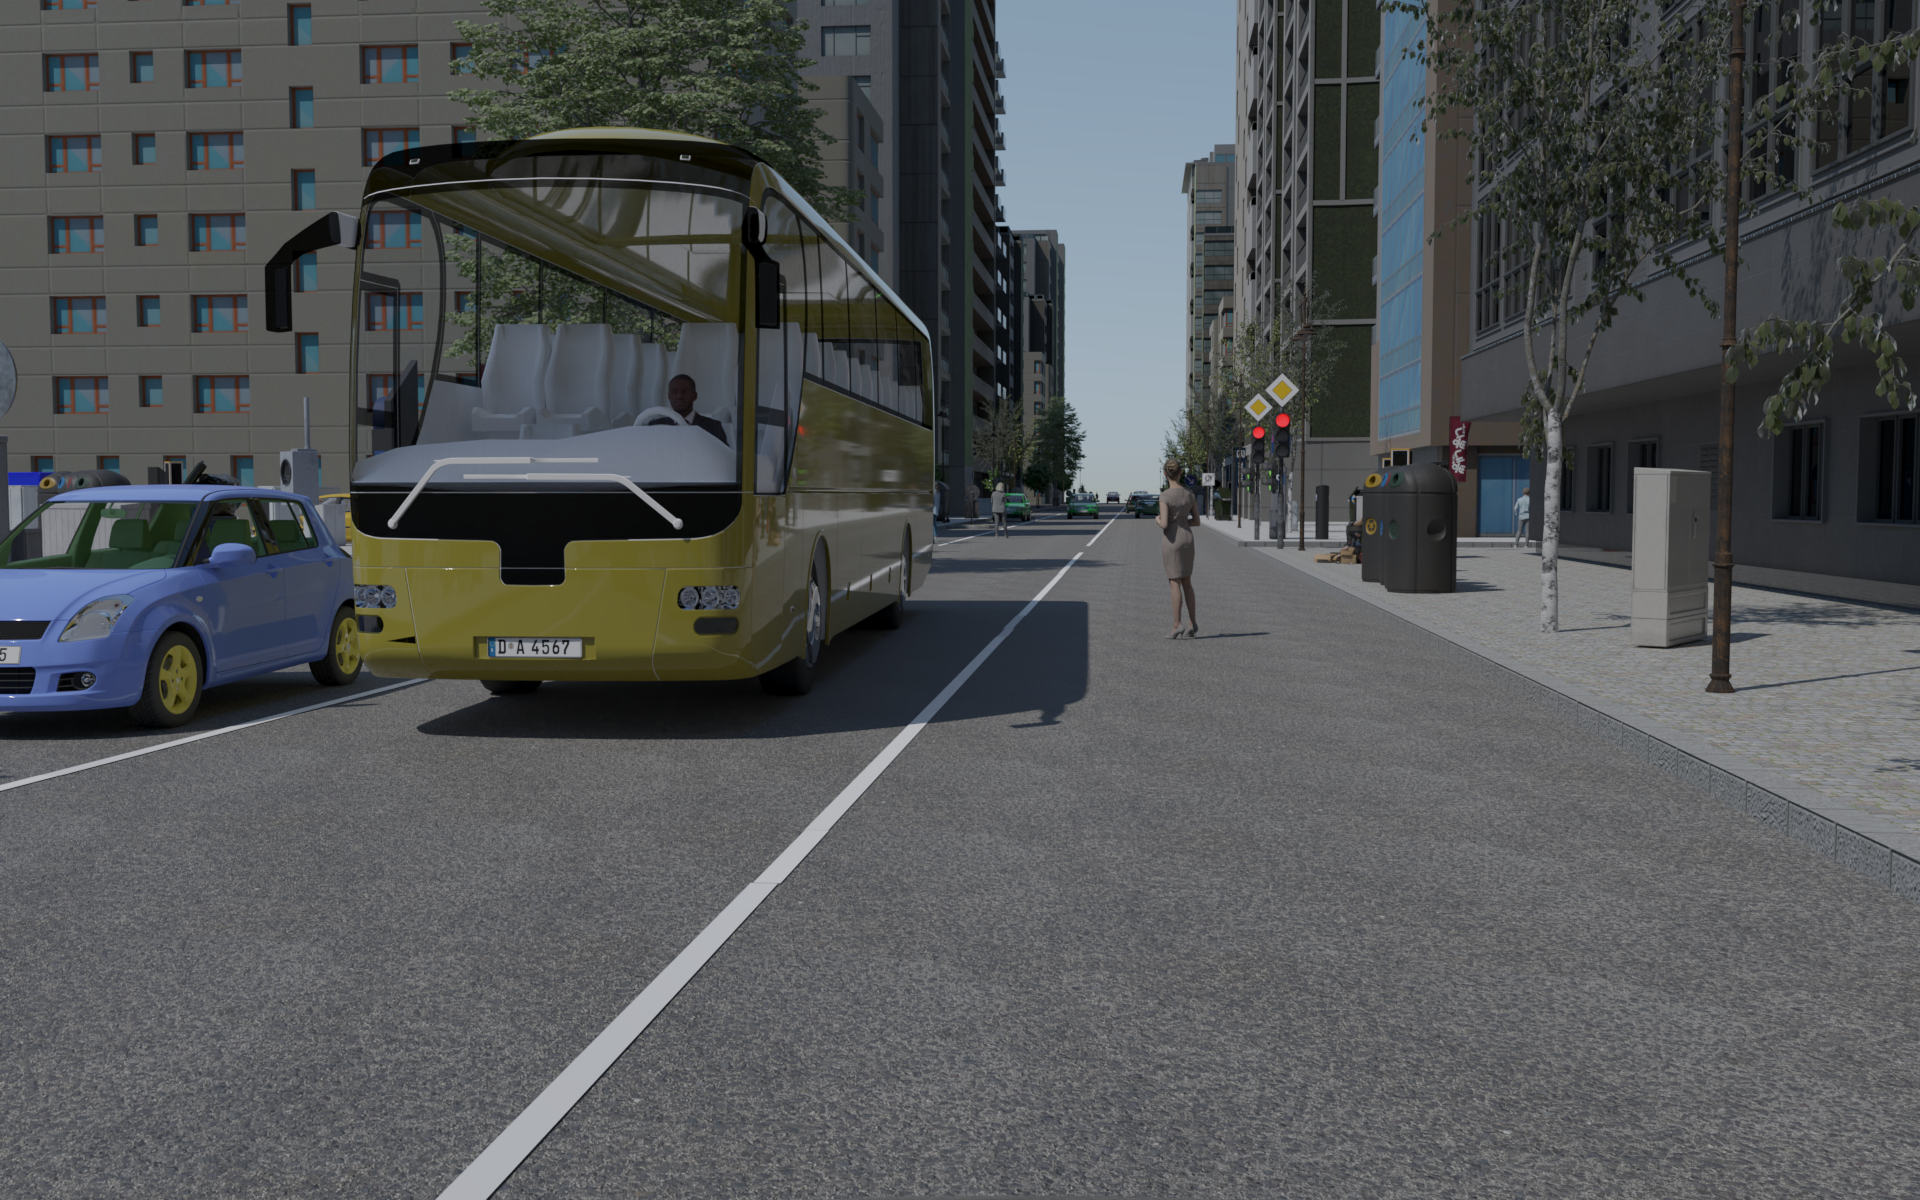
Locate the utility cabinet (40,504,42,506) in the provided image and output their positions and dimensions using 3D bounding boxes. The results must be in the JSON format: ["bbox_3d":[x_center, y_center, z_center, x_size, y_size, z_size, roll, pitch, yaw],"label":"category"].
[{"bbox_3d":[-7.301,-0.213,14.640,1.020,1.237,0.306,2,4,27],"label":"utility cabinet"}]

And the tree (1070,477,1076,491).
[{"bbox_3d":[13.162,-14.526,221.214,4.285,4.588,4.351,0,3,0],"label":"tree"}]

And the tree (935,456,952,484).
[{"bbox_3d":[-1.374,-5.653,87.023,1.663,3.219,1.824,0,3,0],"label":"tree"}]

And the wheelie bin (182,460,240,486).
[{"bbox_3d":[-7.218,-0.528,16.540,0.693,1.594,0.980,-1,4,-21],"label":"wheelie bin"}]

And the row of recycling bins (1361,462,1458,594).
[{"bbox_3d":[6.219,-1.029,23.932,1.069,1.692,3.534,0,4,7],"label":"row of recycling bins"}]

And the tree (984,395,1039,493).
[{"bbox_3d":[3.785,-10.952,129.432,4.737,8.622,4.395,0,3,0],"label":"tree"}]

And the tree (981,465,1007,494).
[{"bbox_3d":[2.480,-7.389,115.416,1.663,3.219,1.824,0,3,0],"label":"tree"}]

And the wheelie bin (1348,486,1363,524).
[{"bbox_3d":[15.807,-3.737,69.007,0.693,1.594,0.980,1,4,9],"label":"wheelie bin"}]

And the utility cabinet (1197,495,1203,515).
[{"bbox_3d":[14.780,-5.840,106.651,0.306,1.237,1.020,1,4,14],"label":"utility cabinet"}]

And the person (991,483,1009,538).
[{"bbox_3d":[1.283,-2.904,56.162,0.537,1.800,0.526,2,4,26],"label":"person"}]

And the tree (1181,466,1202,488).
[{"bbox_3d":[16.093,-7.680,120.168,1.663,3.219,1.824,0,3,0],"label":"tree"}]

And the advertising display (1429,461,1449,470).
[{"bbox_3d":[9.547,-1.804,34.710,0.123,1.923,0.974,0,4,-4],"label":"advertising display"}]

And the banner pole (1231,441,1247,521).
[{"bbox_3d":[13.082,-5.610,81.735,0.863,3.779,0.401,0,4,2],"label":"banner pole"}]

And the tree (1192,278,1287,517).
[{"bbox_3d":[10.715,-6.526,57.058,4.360,8.622,3.978,0,3,0],"label":"tree"}]

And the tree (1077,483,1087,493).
[{"bbox_3d":[19.891,-17.500,280.730,1.663,3.219,1.824,0,3,0],"label":"tree"}]

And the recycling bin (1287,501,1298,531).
[{"bbox_3d":[11.312,-2.902,60.000,0.722,1.027,0.722,0,4,4],"label":"recycling bin"}]

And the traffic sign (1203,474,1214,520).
[{"bbox_3d":[12.304,-5.118,85.810,0.606,2.300,0.079,1,4,12],"label":"traffic sign"}]

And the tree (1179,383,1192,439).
[{"bbox_3d":[14.633,-9.082,98.845,4.360,8.622,3.978,0,3,0],"label":"tree"}]

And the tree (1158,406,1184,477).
[{"bbox_3d":[17.783,-10.976,129.828,4.737,8.622,4.395,0,3,0],"label":"tree"}]

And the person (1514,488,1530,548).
[{"bbox_3d":[14.722,-2.127,45.084,0.589,1.601,0.330,3,4,38],"label":"person"}]

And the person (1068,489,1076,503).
[{"bbox_3d":[7.436,-6.387,113.276,0.623,1.781,0.721,-1,4,-23],"label":"person"}]

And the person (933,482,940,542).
[{"bbox_3d":[-0.775,-2.606,51.369,0.793,1.790,0.793,-1,4,-12],"label":"person"}]

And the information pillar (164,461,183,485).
[{"bbox_3d":[-17.778,-2.124,39.215,0.304,2.012,0.304,-3,5,-45],"label":"information pillar"}]

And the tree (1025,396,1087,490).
[{"bbox_3d":[11.411,-17.269,200.477,7.486,12.596,7.792,0,3,0],"label":"tree"}]

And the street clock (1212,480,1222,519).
[{"bbox_3d":[12.950,-5.065,87.376,0.471,2.002,0.358,2,4,27],"label":"street clock"}]

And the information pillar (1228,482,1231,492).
[{"bbox_3d":[16.343,-6.135,104.799,0.304,2.012,0.304,0,4,8],"label":"information pillar"}]

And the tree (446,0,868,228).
[{"bbox_3d":[-5.396,-6.916,31.198,7.486,12.596,7.792,0,3,0],"label":"tree"}]

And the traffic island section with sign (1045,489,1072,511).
[{"bbox_3d":[8.334,-8.557,148.536,1.989,1.847,2.006,0,4,6],"label":"traffic island section with sign"}]

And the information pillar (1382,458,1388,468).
[{"bbox_3d":[8.823,-1.895,35.480,0.304,2.012,0.304,2,4,26],"label":"information pillar"}]

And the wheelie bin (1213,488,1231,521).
[{"bbox_3d":[12.615,-4.607,83.230,0.980,1.594,0.693,-1,4,-23],"label":"wheelie bin"}]

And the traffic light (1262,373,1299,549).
[{"bbox_3d":[7.465,-3.145,40.347,0.839,4.253,0.868,0,4,6],"label":"traffic light"}]

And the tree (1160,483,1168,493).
[{"bbox_3d":[25.519,-13.145,209.516,1.663,3.219,1.824,0,3,0],"label":"tree"}]

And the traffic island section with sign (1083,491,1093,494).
[{"bbox_3d":[19.528,-15.230,257.642,1.989,1.847,2.006,0,4,6],"label":"traffic island section with sign"}]

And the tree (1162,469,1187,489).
[{"bbox_3d":[23.679,-12.591,189.581,4.285,4.588,4.351,0,3,0],"label":"tree"}]

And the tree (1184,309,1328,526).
[{"bbox_3d":[12.279,-7.287,69.504,4.737,8.622,4.395,0,3,0],"label":"tree"}]

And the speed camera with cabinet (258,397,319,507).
[{"bbox_3d":[-13.975,-2.545,35.939,0.660,3.252,2.038,-3,5,-42],"label":"speed camera with cabinet"}]

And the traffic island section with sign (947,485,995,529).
[{"bbox_3d":[0.527,-3.890,72.227,1.989,1.847,2.006,0,4,6],"label":"traffic island section with sign"}]

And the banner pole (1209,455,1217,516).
[{"bbox_3d":[14.866,-6.824,101.590,0.401,3.779,0.863,2,4,34],"label":"banner pole"}]

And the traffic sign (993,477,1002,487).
[{"bbox_3d":[2.289,-6.343,105.838,0.606,2.300,0.079,0,4,8],"label":"traffic sign"}]

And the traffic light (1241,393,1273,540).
[{"bbox_3d":[8.279,-3.631,48.291,0.839,4.253,0.868,0,4,6],"label":"traffic light"}]

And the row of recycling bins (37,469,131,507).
[{"bbox_3d":[-15.199,-1.409,30.152,1.069,1.692,3.534,-3,5,-39],"label":"row of recycling bins"}]

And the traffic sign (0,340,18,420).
[{"bbox_3d":[-7.651,-0.816,13.451,0.768,2.556,0.104,1,4,13],"label":"traffic sign"}]

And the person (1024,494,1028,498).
[{"bbox_3d":[7.399,-11.991,204.186,1.348,1.869,0.705,-1,4,-19],"label":"person"}]

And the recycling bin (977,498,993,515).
[{"bbox_3d":[1.492,-5.631,104.629,0.722,1.027,0.722,3,4,36],"label":"recycling bin"}]

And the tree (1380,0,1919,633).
[{"bbox_3d":[5.712,-4.007,15.869,4.360,8.622,3.978,0,3,0],"label":"tree"}]

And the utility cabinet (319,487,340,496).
[{"bbox_3d":[-18.871,-2.586,50.967,1.173,1.500,0.318,-3,5,-41],"label":"utility cabinet"}]

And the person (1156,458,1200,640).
[{"bbox_3d":[2.136,-0.505,17.090,0.599,1.781,0.374,-2,4,-35],"label":"person"}]

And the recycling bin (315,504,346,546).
[{"bbox_3d":[-15.659,-1.843,42.686,0.722,1.027,0.722,2,4,26],"label":"recycling bin"}]

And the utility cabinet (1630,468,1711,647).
[{"bbox_3d":[6.090,-0.374,14.791,0.318,1.500,1.173,3,4,39],"label":"utility cabinet"}]

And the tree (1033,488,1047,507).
[{"bbox_3d":[8.439,-11.269,178.850,1.663,3.219,1.824,0,3,0],"label":"tree"}]

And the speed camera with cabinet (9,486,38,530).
[{"bbox_3d":[-18.976,-2.402,33.601,2.038,3.252,0.660,0,4,5],"label":"speed camera with cabinet"}]

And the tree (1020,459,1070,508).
[{"bbox_3d":[7.228,-10.887,161.709,4.285,4.588,4.351,0,3,0],"label":"tree"}]

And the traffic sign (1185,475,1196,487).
[{"bbox_3d":[15.413,-7.081,115.879,0.768,2.556,0.104,0,4,7],"label":"traffic sign"}]

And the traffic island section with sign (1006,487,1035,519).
[{"bbox_3d":[3.264,-5.530,99.043,1.989,1.847,2.006,0,4,6],"label":"traffic island section with sign"}]

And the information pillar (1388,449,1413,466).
[{"bbox_3d":[7.156,-1.444,28.105,0.304,2.012,0.304,2,4,25],"label":"information pillar"}]

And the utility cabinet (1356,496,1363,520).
[{"bbox_3d":[12.337,-2.502,52.076,0.306,1.237,1.020,-1,4,-22],"label":"utility cabinet"}]

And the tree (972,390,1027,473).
[{"bbox_3d":[2.585,-10.468,121.514,4.360,8.622,3.978,0,3,0],"label":"tree"}]

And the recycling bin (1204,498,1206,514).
[{"bbox_3d":[15.592,-6.110,112.452,0.722,1.027,0.722,-1,4,-11],"label":"recycling bin"}]
